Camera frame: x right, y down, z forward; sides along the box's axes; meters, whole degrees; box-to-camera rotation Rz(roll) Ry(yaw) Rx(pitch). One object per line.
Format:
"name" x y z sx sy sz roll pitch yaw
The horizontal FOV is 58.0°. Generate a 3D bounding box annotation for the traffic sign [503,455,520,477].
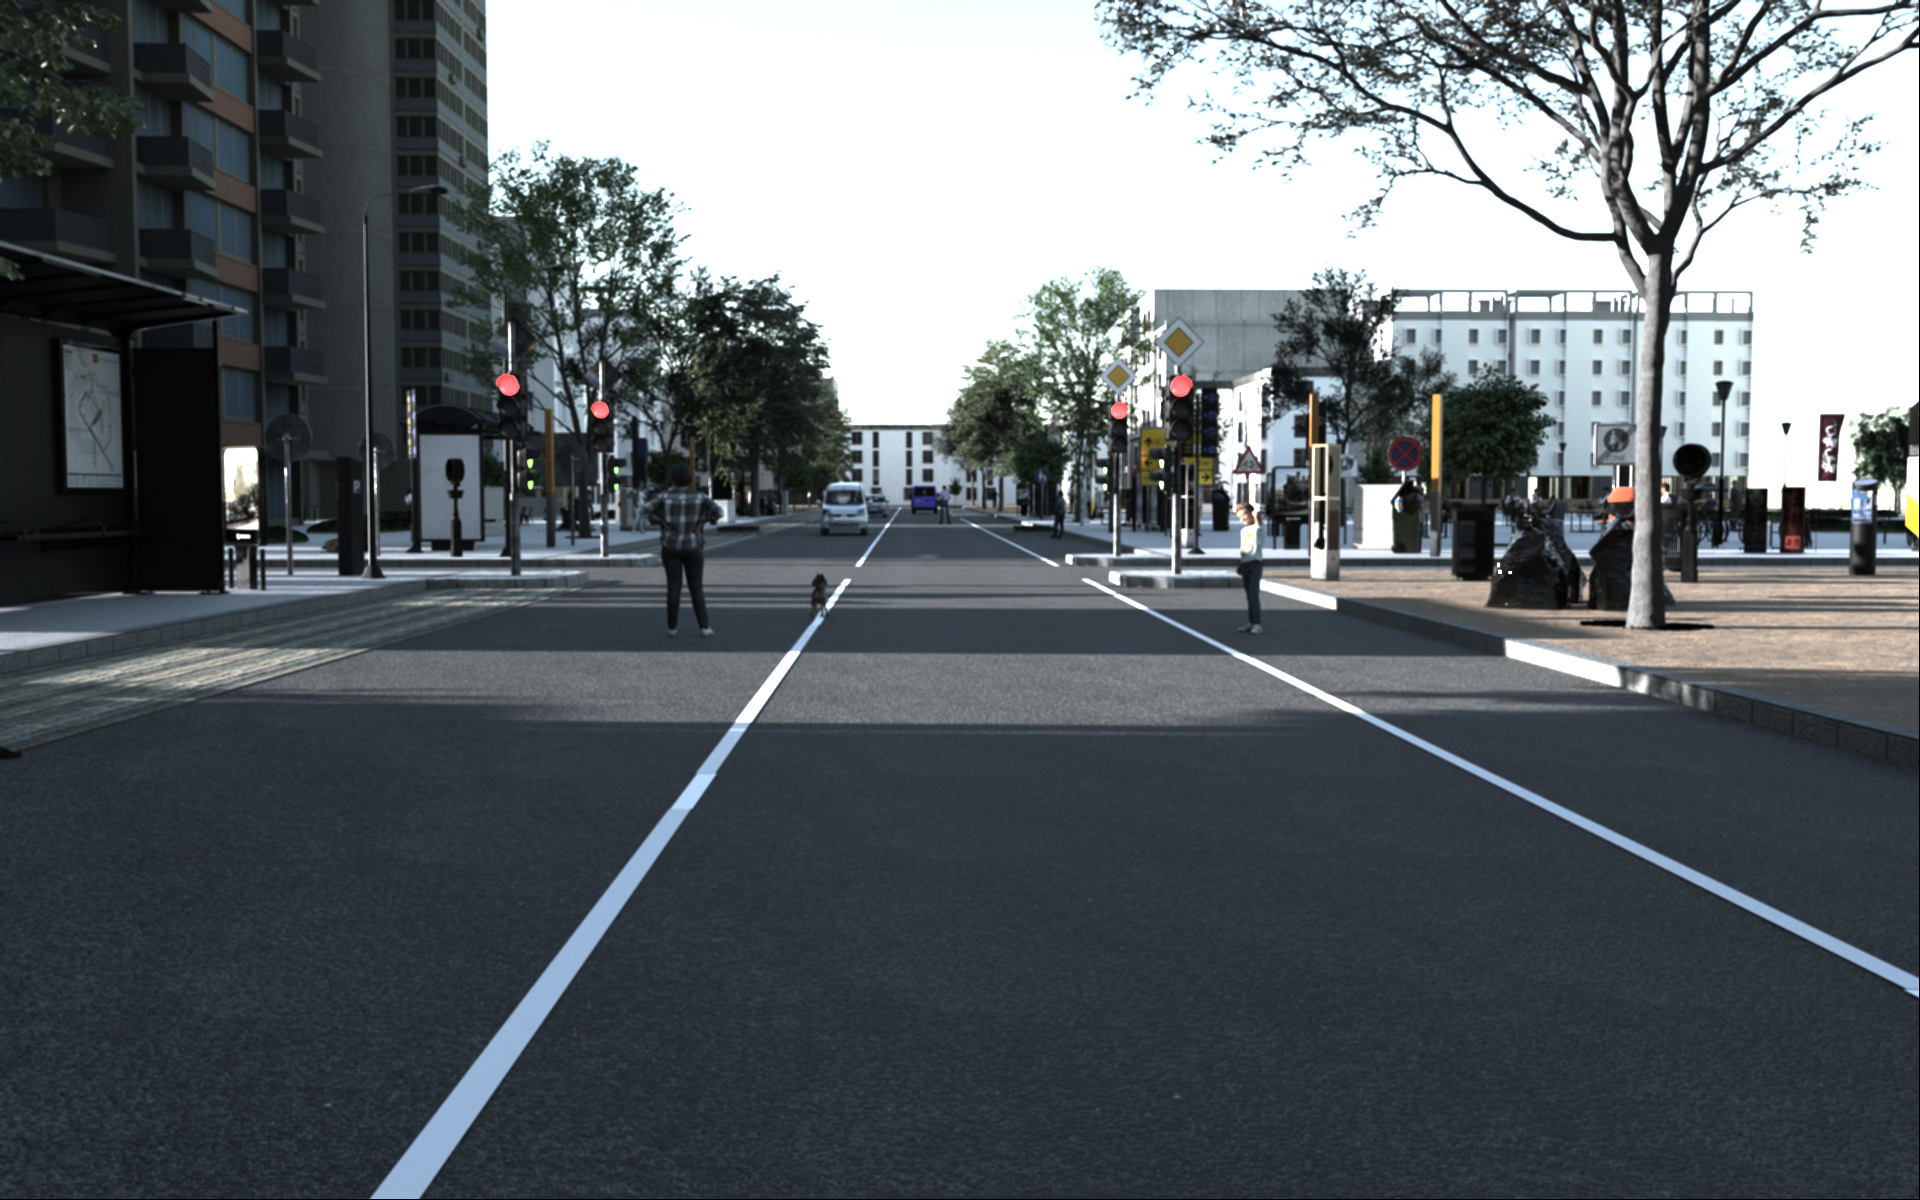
"traffic sign" -14.318 -3.402 55.730 0.768 2.556 0.104 0 4 1

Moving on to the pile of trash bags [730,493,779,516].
"pile of trash bags" -12.196 -5.592 101.186 1.912 1.369 3.447 2 4 31

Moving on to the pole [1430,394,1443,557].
"pole" 9.768 -2.548 35.509 0.158 3.312 0.155 0 3 0

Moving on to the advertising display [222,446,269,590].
"advertising display" -9.636 -1.109 23.352 0.974 1.923 0.123 3 5 40

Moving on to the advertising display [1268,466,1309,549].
"advertising display" 7.709 -2.140 40.195 0.974 1.923 0.123 -1 4 -11

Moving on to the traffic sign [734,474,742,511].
"traffic sign" -11.725 -5.511 90.206 0.768 2.556 0.104 0 4 7

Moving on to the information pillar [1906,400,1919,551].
"information pillar" 21.596 -2.912 38.962 0.183 3.616 0.504 -3 4 -38

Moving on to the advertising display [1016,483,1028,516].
"advertising display" 3.826 -5.994 103.221 0.974 1.923 0.123 -1 4 -20

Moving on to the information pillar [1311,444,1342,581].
"information pillar" 5.418 -1.293 25.633 0.304 2.012 0.304 -3 4 -38

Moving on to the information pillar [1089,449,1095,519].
"information pillar" 6.722 -5.901 87.843 0.183 3.616 0.504 2 4 24

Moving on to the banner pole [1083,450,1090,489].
"banner pole" 7.237 -6.650 98.745 0.863 3.779 0.401 -2 4 -34

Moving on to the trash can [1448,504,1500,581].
"trash can" 7.663 -0.869 25.860 0.748 1.137 0.748 0 3 0

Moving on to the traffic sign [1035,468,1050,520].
"traffic sign" 4.038 -5.181 84.809 0.768 2.556 0.104 0 3 0

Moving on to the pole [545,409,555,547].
"pole" -9.878 -2.929 41.737 0.158 3.312 0.155 0 3 0

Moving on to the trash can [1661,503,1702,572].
"trash can" 11.864 -1.040 28.665 0.748 1.137 0.748 0 3 0

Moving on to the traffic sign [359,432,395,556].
"traffic sign" -12.023 -2.178 35.719 0.768 2.556 0.104 0 4 4

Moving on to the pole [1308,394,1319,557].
"pole" 7.196 -2.533 35.259 0.158 3.312 0.155 0 3 0

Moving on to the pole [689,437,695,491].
"pole" -9.509 -4.140 61.531 0.158 3.312 0.155 0 3 0

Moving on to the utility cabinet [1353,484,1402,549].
"utility cabinet" 9.690 -1.911 39.916 1.173 1.500 0.318 2 4 26

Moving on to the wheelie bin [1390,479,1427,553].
"wheelie bin" 9.750 -1.817 37.623 0.693 1.594 0.980 2 4 25

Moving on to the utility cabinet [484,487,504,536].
"utility cabinet" -14.410 -2.673 52.387 1.173 1.500 0.318 -3 5 -41

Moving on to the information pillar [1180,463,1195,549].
"information pillar" 5.337 -2.228 40.923 0.304 2.012 0.304 3 5 45

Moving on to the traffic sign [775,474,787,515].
"traffic sign" -11.087 -6.549 107.179 0.768 2.556 0.104 0 4 -1

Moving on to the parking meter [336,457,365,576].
"parking meter" -9.640 -1.327 27.406 0.255 1.863 0.399 1 4 14

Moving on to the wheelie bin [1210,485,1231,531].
"wheelie bin" 9.118 -3.221 60.570 0.693 1.594 0.980 1 4 12

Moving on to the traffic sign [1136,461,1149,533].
"traffic sign" 6.242 -3.519 57.634 0.768 2.556 0.104 0 4 -1

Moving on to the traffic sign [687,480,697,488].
"traffic sign" -13.469 -5.246 85.784 0.884 2.594 0.081 0 4 5

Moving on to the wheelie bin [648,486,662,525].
"wheelie bin" -12.578 -3.915 71.912 0.693 1.594 0.980 -2 4 -30

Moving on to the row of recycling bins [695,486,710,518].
"row of recycling bins" -14.034 -4.932 87.749 3.534 1.692 1.069 2 4 30

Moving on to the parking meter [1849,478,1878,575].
"parking meter" 14.385 -1.172 27.571 0.372 1.533 0.369 0 3 0

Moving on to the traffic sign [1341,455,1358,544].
"traffic sign" 9.885 -2.585 44.398 0.606 2.300 0.079 0 4 4

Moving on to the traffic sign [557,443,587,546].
"traffic sign" -9.657 -2.631 43.124 0.768 2.556 0.104 0 4 3

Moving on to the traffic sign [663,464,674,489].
"traffic sign" -12.144 -4.483 73.306 0.884 2.594 0.081 0 4 5

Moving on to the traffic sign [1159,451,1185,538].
"traffic sign" 6.221 -3.107 50.912 0.768 2.556 0.104 0 3 0

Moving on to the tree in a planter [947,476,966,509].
"tree in a planter" -0.430 -10.267 165.085 1.991 3.239 1.994 0 4 -2

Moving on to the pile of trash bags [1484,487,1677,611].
"pile of trash bags" 7.512 -0.654 20.445 1.912 1.369 3.447 2 4 33

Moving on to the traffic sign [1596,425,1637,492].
"traffic sign" 9.499 -1.408 25.153 0.606 2.300 0.079 0 4 3

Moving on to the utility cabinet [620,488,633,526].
"utility cabinet" -11.867 -3.322 62.995 0.318 1.500 1.173 2 4 25

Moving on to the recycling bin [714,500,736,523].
"recycling bin" -10.341 -3.894 76.218 0.722 1.027 0.722 1 4 17

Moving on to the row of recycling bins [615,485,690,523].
"row of recycling bins" -14.078 -4.386 78.817 3.534 1.692 1.069 -3 5 -40

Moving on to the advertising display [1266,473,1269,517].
"advertising display" 9.608 -2.905 52.711 0.123 1.923 0.974 -1 4 -19

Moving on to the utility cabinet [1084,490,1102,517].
"utility cabinet" 7.350 -5.392 96.834 1.173 1.500 0.318 -1 4 -16

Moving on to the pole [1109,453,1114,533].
"pole" 5.028 -3.892 57.481 0.158 3.312 0.155 0 3 0

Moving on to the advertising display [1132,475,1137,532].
"advertising display" 5.985 -3.315 59.408 0.123 1.923 0.974 0 4 8

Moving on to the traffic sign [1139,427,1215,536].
"traffic sign" 6.577 -3.587 52.519 2.265 3.308 0.079 0 4 5

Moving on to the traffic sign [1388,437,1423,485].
"traffic sign" 9.889 -2.353 38.570 0.768 2.556 0.104 0 4 3

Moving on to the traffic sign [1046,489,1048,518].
"traffic sign" 4.641 -5.654 92.447 0.884 2.594 0.081 0 4 4

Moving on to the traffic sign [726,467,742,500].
"traffic sign" -10.679 -4.988 81.664 0.768 2.556 0.104 0 4 8

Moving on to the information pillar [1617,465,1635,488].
"information pillar" 10.306 -1.353 26.608 0.304 2.012 0.304 -2 4 -24

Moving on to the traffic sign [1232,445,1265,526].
"traffic sign" 7.683 -2.821 46.134 0.884 2.594 0.081 0 4 1

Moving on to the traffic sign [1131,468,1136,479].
"traffic sign" 8.525 -5.043 82.556 0.768 2.556 0.104 0 4 3

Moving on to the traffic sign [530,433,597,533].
"traffic sign" -13.167 -3.894 57.541 2.265 3.308 0.079 0 4 6

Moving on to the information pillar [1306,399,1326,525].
"information pillar" 8.718 -3.121 42.384 0.504 3.616 0.183 1 4 15

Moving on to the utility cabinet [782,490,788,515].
"utility cabinet" -10.771 -5.987 106.563 0.318 1.500 1.173 0 4 -2

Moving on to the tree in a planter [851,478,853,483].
"tree in a planter" -10.655 -10.247 164.756 1.991 3.239 1.994 0 4 -2

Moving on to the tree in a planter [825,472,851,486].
"tree in a planter" -9.867 -8.566 137.284 1.991 3.239 1.994 0 4 -2

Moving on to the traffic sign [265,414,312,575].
"traffic sign" -10.636 -1.671 27.431 0.768 2.556 0.104 0 4 4

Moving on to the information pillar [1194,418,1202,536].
"information pillar" 7.267 -3.799 53.463 0.183 3.616 0.504 -1 4 -21
